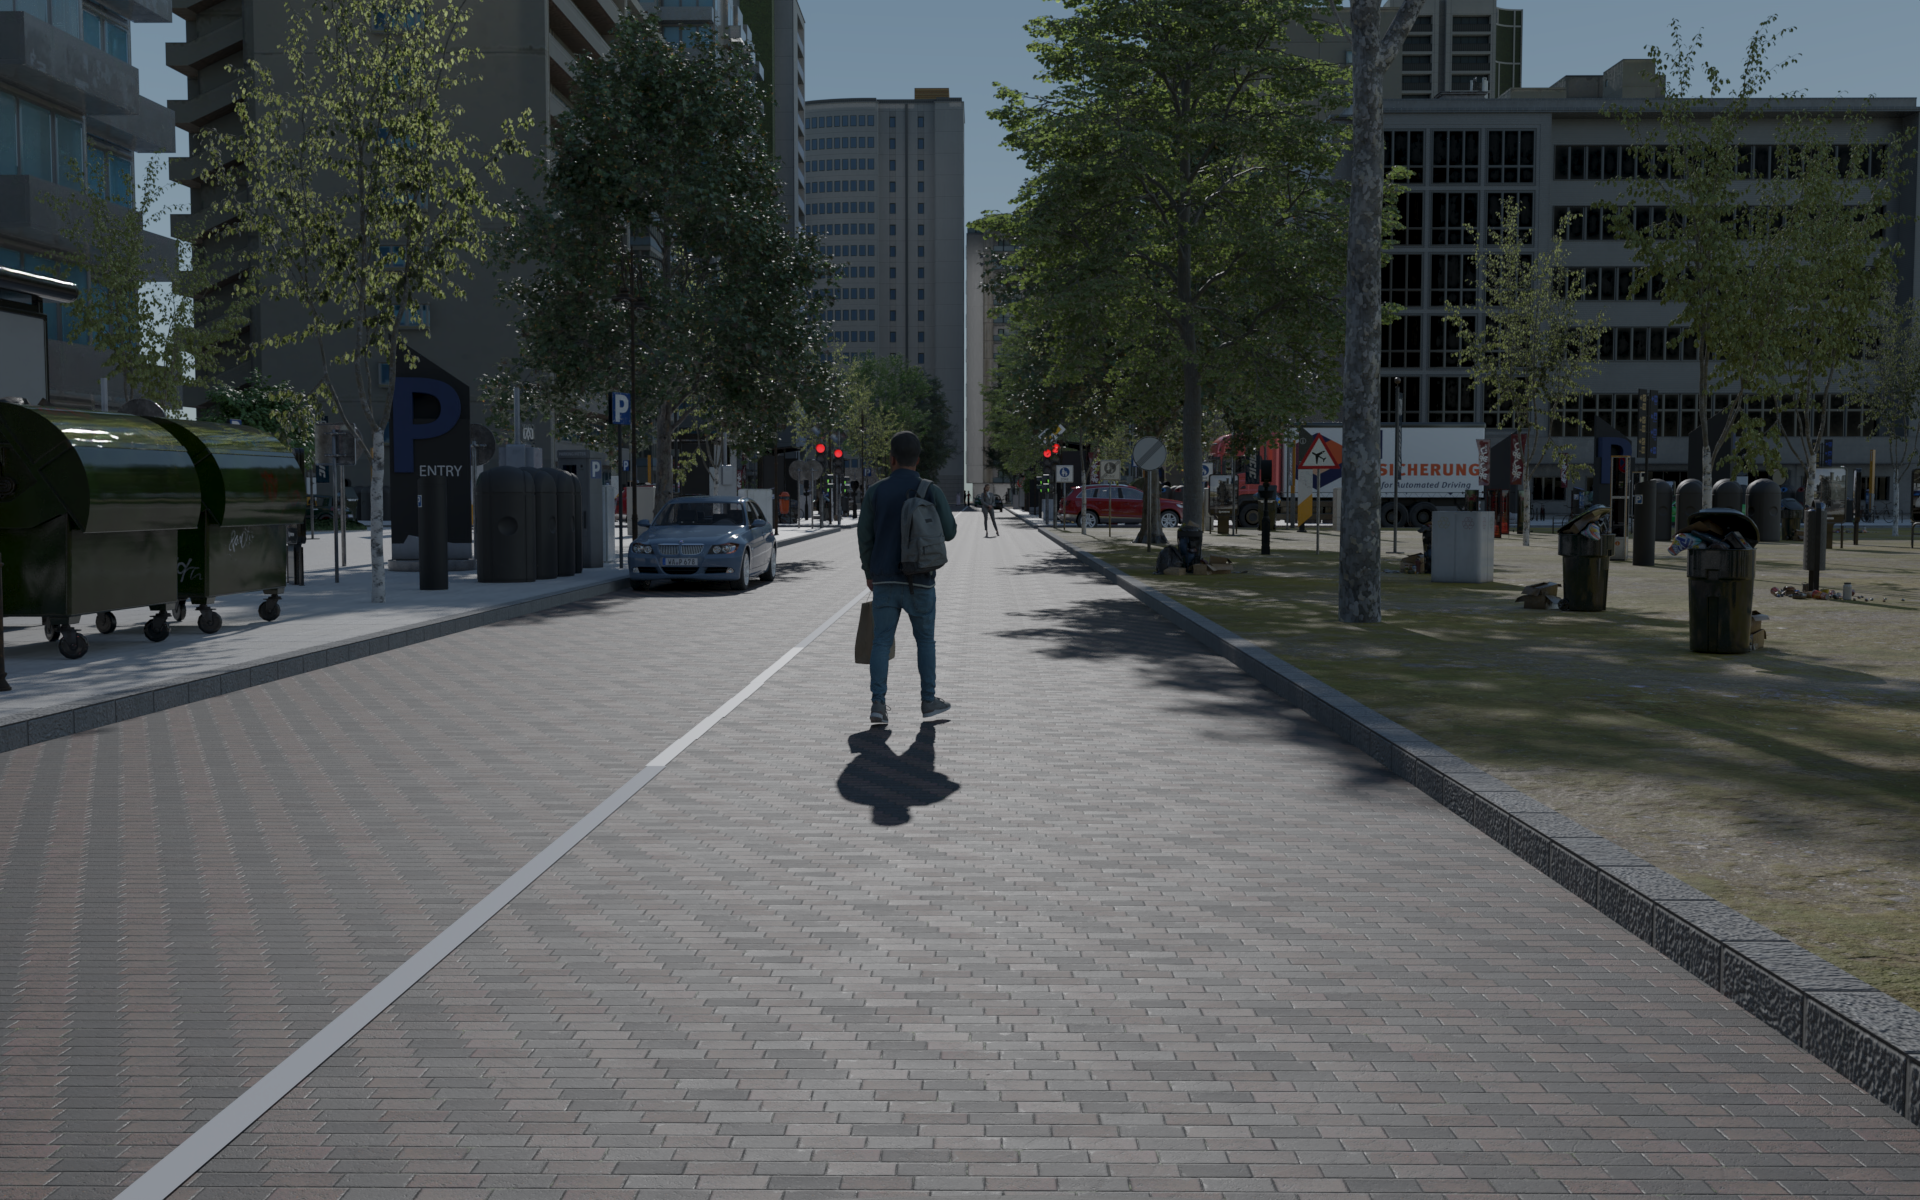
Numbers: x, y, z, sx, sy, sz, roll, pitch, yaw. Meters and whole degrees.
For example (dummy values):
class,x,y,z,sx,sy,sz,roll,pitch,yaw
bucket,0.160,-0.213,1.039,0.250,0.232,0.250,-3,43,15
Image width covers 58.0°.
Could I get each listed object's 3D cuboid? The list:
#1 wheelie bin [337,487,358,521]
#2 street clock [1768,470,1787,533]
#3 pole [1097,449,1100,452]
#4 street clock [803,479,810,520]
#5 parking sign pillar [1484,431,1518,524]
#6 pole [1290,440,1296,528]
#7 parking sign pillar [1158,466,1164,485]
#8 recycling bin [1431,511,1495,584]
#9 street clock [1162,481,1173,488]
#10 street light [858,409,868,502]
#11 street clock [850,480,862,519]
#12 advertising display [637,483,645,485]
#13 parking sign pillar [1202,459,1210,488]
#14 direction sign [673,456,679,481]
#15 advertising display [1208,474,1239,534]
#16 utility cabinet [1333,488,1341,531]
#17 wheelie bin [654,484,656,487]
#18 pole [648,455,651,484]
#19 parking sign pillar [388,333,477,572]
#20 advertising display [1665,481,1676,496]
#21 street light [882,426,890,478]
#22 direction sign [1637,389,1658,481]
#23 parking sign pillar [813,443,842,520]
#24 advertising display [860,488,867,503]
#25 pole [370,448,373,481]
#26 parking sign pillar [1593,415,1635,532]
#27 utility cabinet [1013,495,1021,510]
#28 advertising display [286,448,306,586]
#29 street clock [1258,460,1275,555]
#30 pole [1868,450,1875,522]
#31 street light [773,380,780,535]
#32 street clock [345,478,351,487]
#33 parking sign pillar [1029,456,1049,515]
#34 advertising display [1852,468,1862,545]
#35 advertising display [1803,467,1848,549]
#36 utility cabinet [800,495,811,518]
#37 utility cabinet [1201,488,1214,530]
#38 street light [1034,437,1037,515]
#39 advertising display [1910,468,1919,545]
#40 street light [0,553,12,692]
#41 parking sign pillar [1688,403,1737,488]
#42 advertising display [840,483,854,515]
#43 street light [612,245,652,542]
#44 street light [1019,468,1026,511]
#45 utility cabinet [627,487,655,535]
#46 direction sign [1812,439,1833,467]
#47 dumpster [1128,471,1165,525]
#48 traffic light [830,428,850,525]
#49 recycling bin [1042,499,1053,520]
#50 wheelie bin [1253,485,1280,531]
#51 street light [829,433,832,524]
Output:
class,x,y,z,sx,sy,sz,roll,pitch,yaw
wheelie bin,-26.732,-4.133,75.480,0.693,1.594,0.980,2,4,29
street clock,24.121,-2.850,51.160,0.471,2.002,0.358,-1,4,-9
pole,6.168,-5.137,77.832,0.158,3.312,0.155,0,3,0
street clock,-7.513,-4.904,84.757,0.358,2.002,0.471,0,4,-2
parking sign pillar,23.117,-5.227,73.929,1.447,3.967,1.447,2,4,30
pole,12.549,-4.368,65.255,0.158,3.312,0.155,0,3,0
parking sign pillar,15.418,-8.938,134.614,1.447,3.967,1.447,-1,4,-19
recycling bin,7.333,-0.777,25.254,0.722,1.027,0.722,2,4,33
street clock,11.646,-5.695,97.677,0.471,2.002,0.358,-2,4,-27
street light,-5.305,-7.443,94.488,0.468,5.910,1.993,0,4,1
street clock,-5.504,-5.264,90.639,0.358,2.002,0.471,3,4,37
advertising display,-18.651,-5.867,101.132,0.974,1.923,0.123,3,4,37
parking sign pillar,14.067,-6.659,97.353,1.447,3.967,1.447,3,5,43
direction sign,-17.044,-6.872,104.362,0.876,3.537,0.379,2,4,29
advertising display,8.482,-3.091,55.752,0.974,1.923,0.123,0,4,-4
utility cabinet,13.469,-3.127,59.804,1.173,1.500,0.318,-1,4,-15
wheelie bin,-9.569,-2.880,54.995,0.693,1.594,0.980,-2,4,-30
pole,-16.260,-5.923,90.687,0.158,3.312,0.155,0,3,0
parking sign pillar,-8.900,-2.486,29.122,1.447,3.967,1.447,-1,4,-14
advertising display,34.031,-4.784,83.426,0.123,1.923,0.974,-1,4,-23
street light,-4.954,-8.739,115.674,0.468,5.910,1.993,0,4,1
direction sign,14.890,-2.787,37.568,0.876,3.537,0.379,-3,5,-43
parking sign pillar,-6.715,-6.067,87.668,1.447,3.967,1.447,0,4,5
advertising display,-6.982,-7.620,129.793,0.974,1.923,0.123,0,4,-1
pole,-25.868,-5.049,76.395,0.158,3.312,0.155,0,3,0
parking sign pillar,22.401,-4.332,59.303,1.447,3.967,1.447,0,4,-7
utility cabinet,4.881,-8.074,143.174,1.020,1.237,0.306,2,4,33
advertising display,-9.428,-1.180,24.514,0.123,1.923,0.974,-2,4,-33
street clock,6.479,-1.963,36.661,0.358,2.002,0.471,1,4,8
pole,41.907,-5.245,79.605,0.158,3.312,0.155,0,3,0
street light,-5.715,-4.950,53.722,0.468,5.910,1.993,0,4,1
street clock,-28.465,-4.631,80.280,0.471,2.002,0.358,1,4,15
parking sign pillar,5.024,-7.326,108.244,1.447,3.967,1.447,1,4,15
advertising display,22.627,-2.355,43.717,0.123,1.923,0.974,2,4,23
advertising display,20.356,-2.174,40.760,0.974,1.923,0.123,0,4,-2
utility cabinet,-8.542,-5.074,94.125,1.020,1.237,0.306,1,4,21
utility cabinet,8.647,-3.182,60.711,0.318,1.500,1.173,0,4,-1
street light,4.552,-8.080,104.901,0.468,5.910,1.993,0,4,1
advertising display,24.330,-2.332,43.334,0.974,1.923,0.123,1,4,14
street light,-6.285,-2.344,11.114,0.468,5.910,1.993,0,4,1
parking sign pillar,22.475,-3.871,51.763,1.447,3.967,1.447,-3,5,-41
advertising display,-6.488,-5.717,98.683,0.974,1.923,0.123,1,4,14
street light,-6.110,-3.646,32.405,0.468,5.910,1.993,0,4,1
street light,4.766,-9.390,126.316,0.468,5.910,1.993,0,4,1
utility cabinet,-9.676,-2.711,53.007,1.173,1.500,0.318,3,4,37
direction sign,35.618,-4.871,71.635,0.876,3.537,0.379,0,4,-4
dumpster,7.820,-4.320,73.132,1.502,2.255,1.985,0,4,1
traffic light,-5.068,-5.131,72.816,0.839,4.253,0.868,0,4,1
recycling bin,4.432,-4.460,85.471,0.722,1.027,0.722,0,4,-3
wheelie bin,10.730,-3.223,60.599,0.980,1.594,0.693,1,4,16
street light,-5.480,-6.133,73.065,0.468,5.910,1.993,0,4,1
